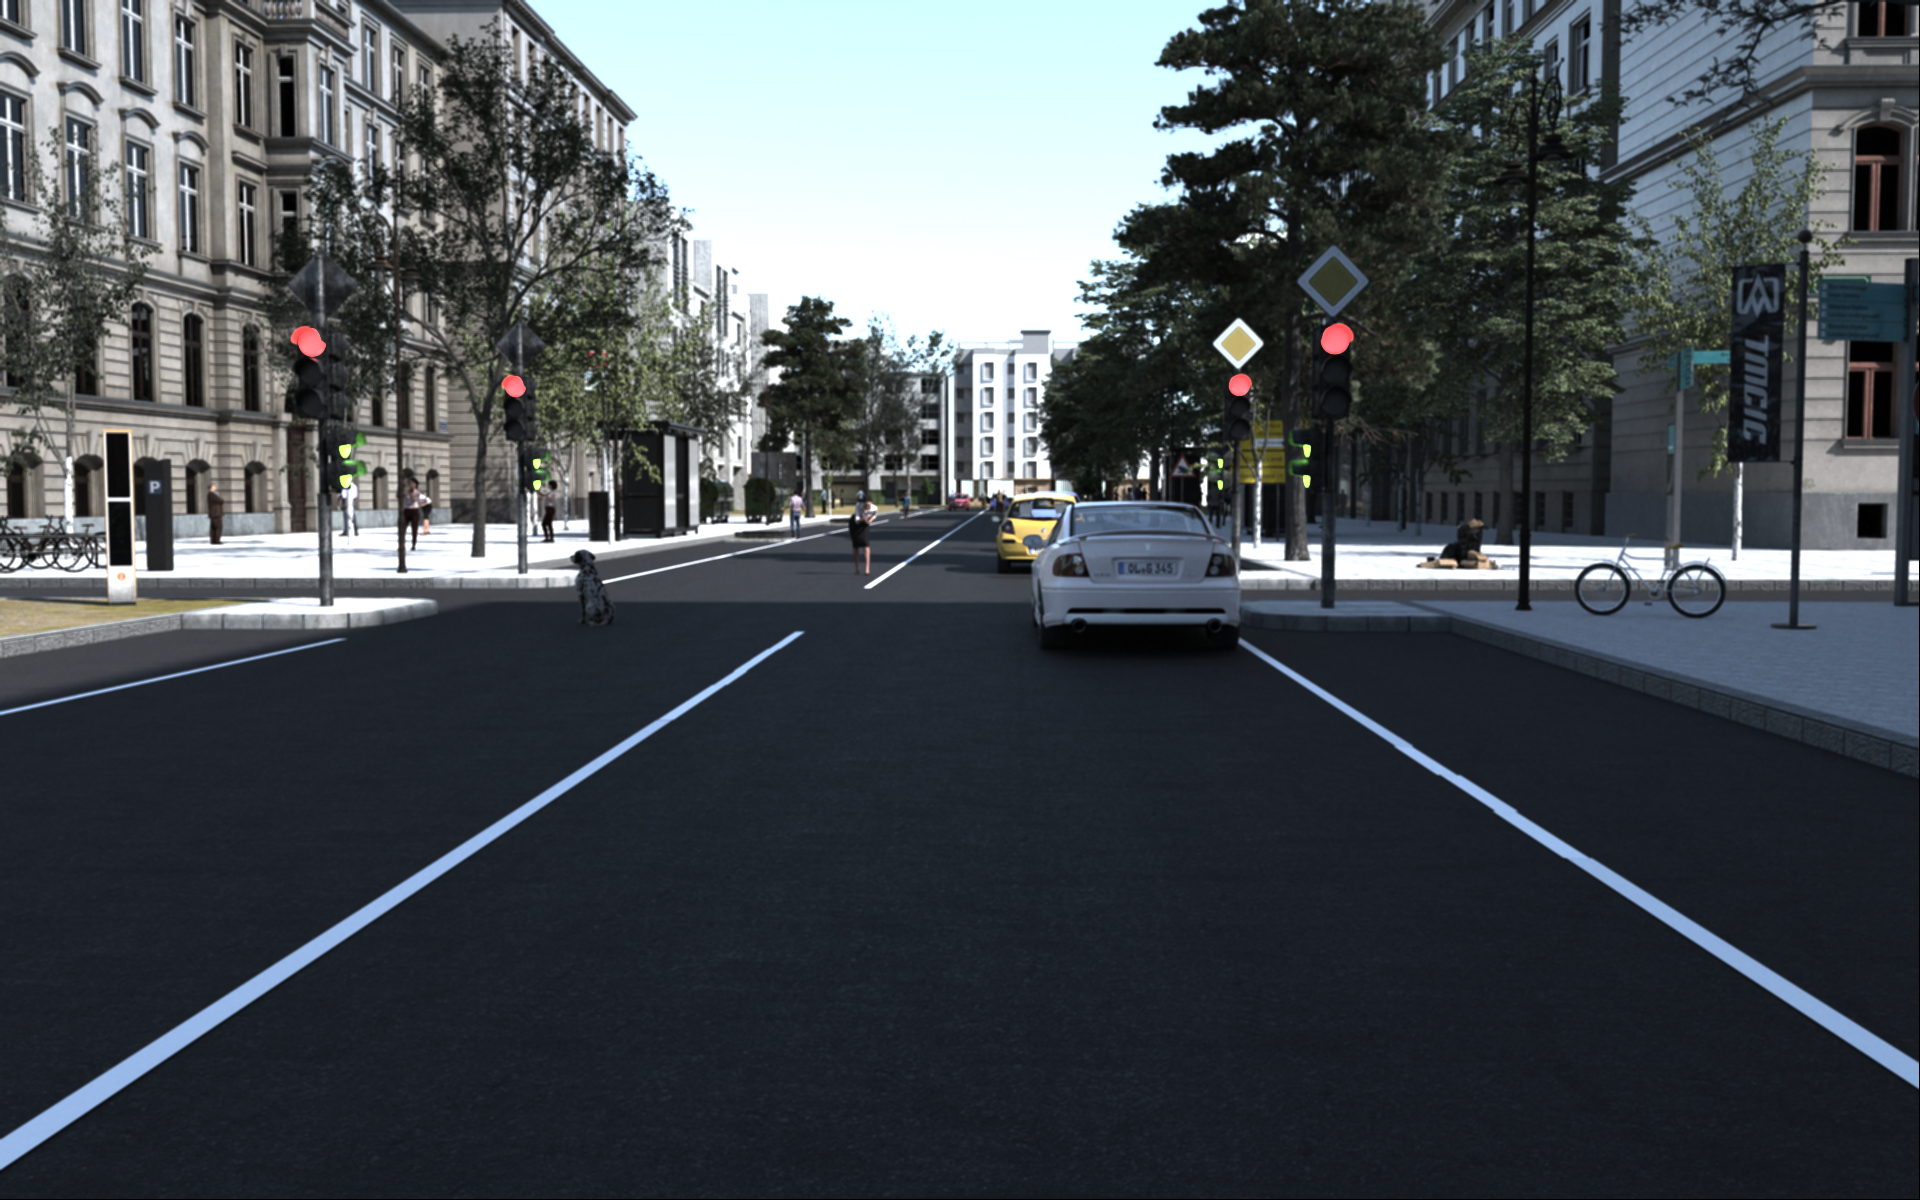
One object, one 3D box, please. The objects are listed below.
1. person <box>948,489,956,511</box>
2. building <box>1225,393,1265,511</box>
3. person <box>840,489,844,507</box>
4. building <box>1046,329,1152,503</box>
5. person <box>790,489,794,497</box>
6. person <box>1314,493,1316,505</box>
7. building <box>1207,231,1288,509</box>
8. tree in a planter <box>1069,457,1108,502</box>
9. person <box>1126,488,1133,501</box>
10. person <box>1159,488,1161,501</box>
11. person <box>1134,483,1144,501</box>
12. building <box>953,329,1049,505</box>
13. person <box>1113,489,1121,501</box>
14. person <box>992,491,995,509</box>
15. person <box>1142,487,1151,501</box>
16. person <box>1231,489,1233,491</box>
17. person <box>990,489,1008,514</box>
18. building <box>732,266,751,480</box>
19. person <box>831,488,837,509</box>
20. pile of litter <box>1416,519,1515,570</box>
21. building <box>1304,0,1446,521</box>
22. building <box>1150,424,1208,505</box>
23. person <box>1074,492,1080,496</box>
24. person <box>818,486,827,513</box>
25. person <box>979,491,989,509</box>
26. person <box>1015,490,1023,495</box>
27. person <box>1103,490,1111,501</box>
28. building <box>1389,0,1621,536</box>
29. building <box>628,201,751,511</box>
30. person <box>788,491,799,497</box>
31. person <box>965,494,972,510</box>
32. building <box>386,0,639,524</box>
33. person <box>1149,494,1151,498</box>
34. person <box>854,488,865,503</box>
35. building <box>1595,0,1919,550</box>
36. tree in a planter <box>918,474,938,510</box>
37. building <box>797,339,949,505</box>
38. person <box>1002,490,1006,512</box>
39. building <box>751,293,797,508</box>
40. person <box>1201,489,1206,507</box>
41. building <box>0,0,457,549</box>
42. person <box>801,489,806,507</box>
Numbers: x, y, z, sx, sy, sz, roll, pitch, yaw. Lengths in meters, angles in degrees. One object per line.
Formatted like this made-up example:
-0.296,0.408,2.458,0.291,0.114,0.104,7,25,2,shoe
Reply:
-0.649,-8.270,143.587,0.709,1.838,0.599,-1,4,-23,person
24.687,-10.945,121.098,9.099,9.664,28.070,0,4,2,building
-11.459,-9.796,166.932,0.721,1.735,1.217,-1,4,-10,person
16.397,-21.307,204.781,11.380,20.091,16.016,0,4,2,building
-14.809,-9.029,153.663,0.705,1.824,1.348,-2,4,-27,person
19.517,-5.366,96.051,0.482,1.546,0.388,-3,5,-44,person
35.281,-18.762,150.741,27.936,21.610,32.646,0,4,2,building
5.877,-5.001,78.988,1.991,3.239,1.994,0,4,2,tree in a planter
9.150,-5.221,93.363,0.435,1.587,0.963,-1,4,-12,person
15.330,-7.694,132.670,1.217,1.723,0.721,0,4,-3,person
8.056,-4.361,77.798,0.568,1.767,0.683,-3,4,-36,person
5.023,-21.350,205.484,11.380,20.091,16.016,0,4,2,building
13.345,-8.593,147.255,0.721,1.735,1.217,3,5,39,person
3.389,-9.712,167.814,0.750,1.759,0.617,1,4,14,person
14.891,-8.181,139.813,1.348,1.822,0.705,2,4,29,person
17.793,-6.444,112.201,0.445,1.727,0.742,-3,5,-42,person
2.807,-7.049,123.848,1.348,1.812,0.705,-1,4,-11,person
-25.343,-17.468,142.016,16.016,20.091,11.380,0,4,2,building
-11.115,-8.931,152.196,0.705,1.807,1.348,1,4,15,person
8.695,-0.971,29.848,1.176,0.858,1.719,-2,4,-29,pile of litter
25.912,-16.740,91.718,12.078,24.808,19.932,0,4,2,building
36.027,-15.865,201.536,28.070,9.664,9.099,0,4,2,building
10.703,-9.444,161.179,1.217,1.743,0.721,3,4,36,person
-9.045,-6.641,114.609,0.705,1.826,1.348,1,4,16,person
2.324,-9.562,165.567,1.217,1.736,0.721,2,4,27,person
4.565,-7.515,132.174,0.742,1.727,0.445,-2,4,-23,person
14.259,-9.932,169.143,1.217,1.743,0.721,3,5,39,person
27.145,-14.281,66.780,16.112,22.955,30.059,0,4,2,building
-25.524,-15.547,120.657,16.747,18.905,31.486,0,4,2,building
-14.940,-9.089,155.171,1.217,1.766,0.721,1,4,12,person
0.695,-9.056,159.831,1.065,1.426,0.557,-2,4,-31,person
-24.569,-17.638,85.639,12.463,27.353,25.104,0,4,2,building
18.633,-9.762,165.730,1.350,1.814,0.705,3,5,40,person
-8.420,-8.567,146.094,0.705,1.826,1.348,3,4,39,person
30.339,-15.721,44.435,23.554,28.519,14.401,0,4,2,building
-3.000,-9.737,156.422,1.991,3.239,1.994,0,4,2,tree in a planter
-17.318,-20.768,206.014,31.486,18.905,16.747,0,4,2,building
3.294,-7.786,136.602,0.742,1.727,0.445,2,4,35,person
-32.206,-18.012,160.960,31.486,18.905,16.747,0,4,2,building
24.645,-10.465,177.281,1.348,1.807,0.705,-1,4,-17,person
-27.175,-14.484,55.901,14.460,24.649,34.723,0,4,2,building
-15.751,-10.304,175.042,0.617,1.759,0.750,-2,4,-26,person
